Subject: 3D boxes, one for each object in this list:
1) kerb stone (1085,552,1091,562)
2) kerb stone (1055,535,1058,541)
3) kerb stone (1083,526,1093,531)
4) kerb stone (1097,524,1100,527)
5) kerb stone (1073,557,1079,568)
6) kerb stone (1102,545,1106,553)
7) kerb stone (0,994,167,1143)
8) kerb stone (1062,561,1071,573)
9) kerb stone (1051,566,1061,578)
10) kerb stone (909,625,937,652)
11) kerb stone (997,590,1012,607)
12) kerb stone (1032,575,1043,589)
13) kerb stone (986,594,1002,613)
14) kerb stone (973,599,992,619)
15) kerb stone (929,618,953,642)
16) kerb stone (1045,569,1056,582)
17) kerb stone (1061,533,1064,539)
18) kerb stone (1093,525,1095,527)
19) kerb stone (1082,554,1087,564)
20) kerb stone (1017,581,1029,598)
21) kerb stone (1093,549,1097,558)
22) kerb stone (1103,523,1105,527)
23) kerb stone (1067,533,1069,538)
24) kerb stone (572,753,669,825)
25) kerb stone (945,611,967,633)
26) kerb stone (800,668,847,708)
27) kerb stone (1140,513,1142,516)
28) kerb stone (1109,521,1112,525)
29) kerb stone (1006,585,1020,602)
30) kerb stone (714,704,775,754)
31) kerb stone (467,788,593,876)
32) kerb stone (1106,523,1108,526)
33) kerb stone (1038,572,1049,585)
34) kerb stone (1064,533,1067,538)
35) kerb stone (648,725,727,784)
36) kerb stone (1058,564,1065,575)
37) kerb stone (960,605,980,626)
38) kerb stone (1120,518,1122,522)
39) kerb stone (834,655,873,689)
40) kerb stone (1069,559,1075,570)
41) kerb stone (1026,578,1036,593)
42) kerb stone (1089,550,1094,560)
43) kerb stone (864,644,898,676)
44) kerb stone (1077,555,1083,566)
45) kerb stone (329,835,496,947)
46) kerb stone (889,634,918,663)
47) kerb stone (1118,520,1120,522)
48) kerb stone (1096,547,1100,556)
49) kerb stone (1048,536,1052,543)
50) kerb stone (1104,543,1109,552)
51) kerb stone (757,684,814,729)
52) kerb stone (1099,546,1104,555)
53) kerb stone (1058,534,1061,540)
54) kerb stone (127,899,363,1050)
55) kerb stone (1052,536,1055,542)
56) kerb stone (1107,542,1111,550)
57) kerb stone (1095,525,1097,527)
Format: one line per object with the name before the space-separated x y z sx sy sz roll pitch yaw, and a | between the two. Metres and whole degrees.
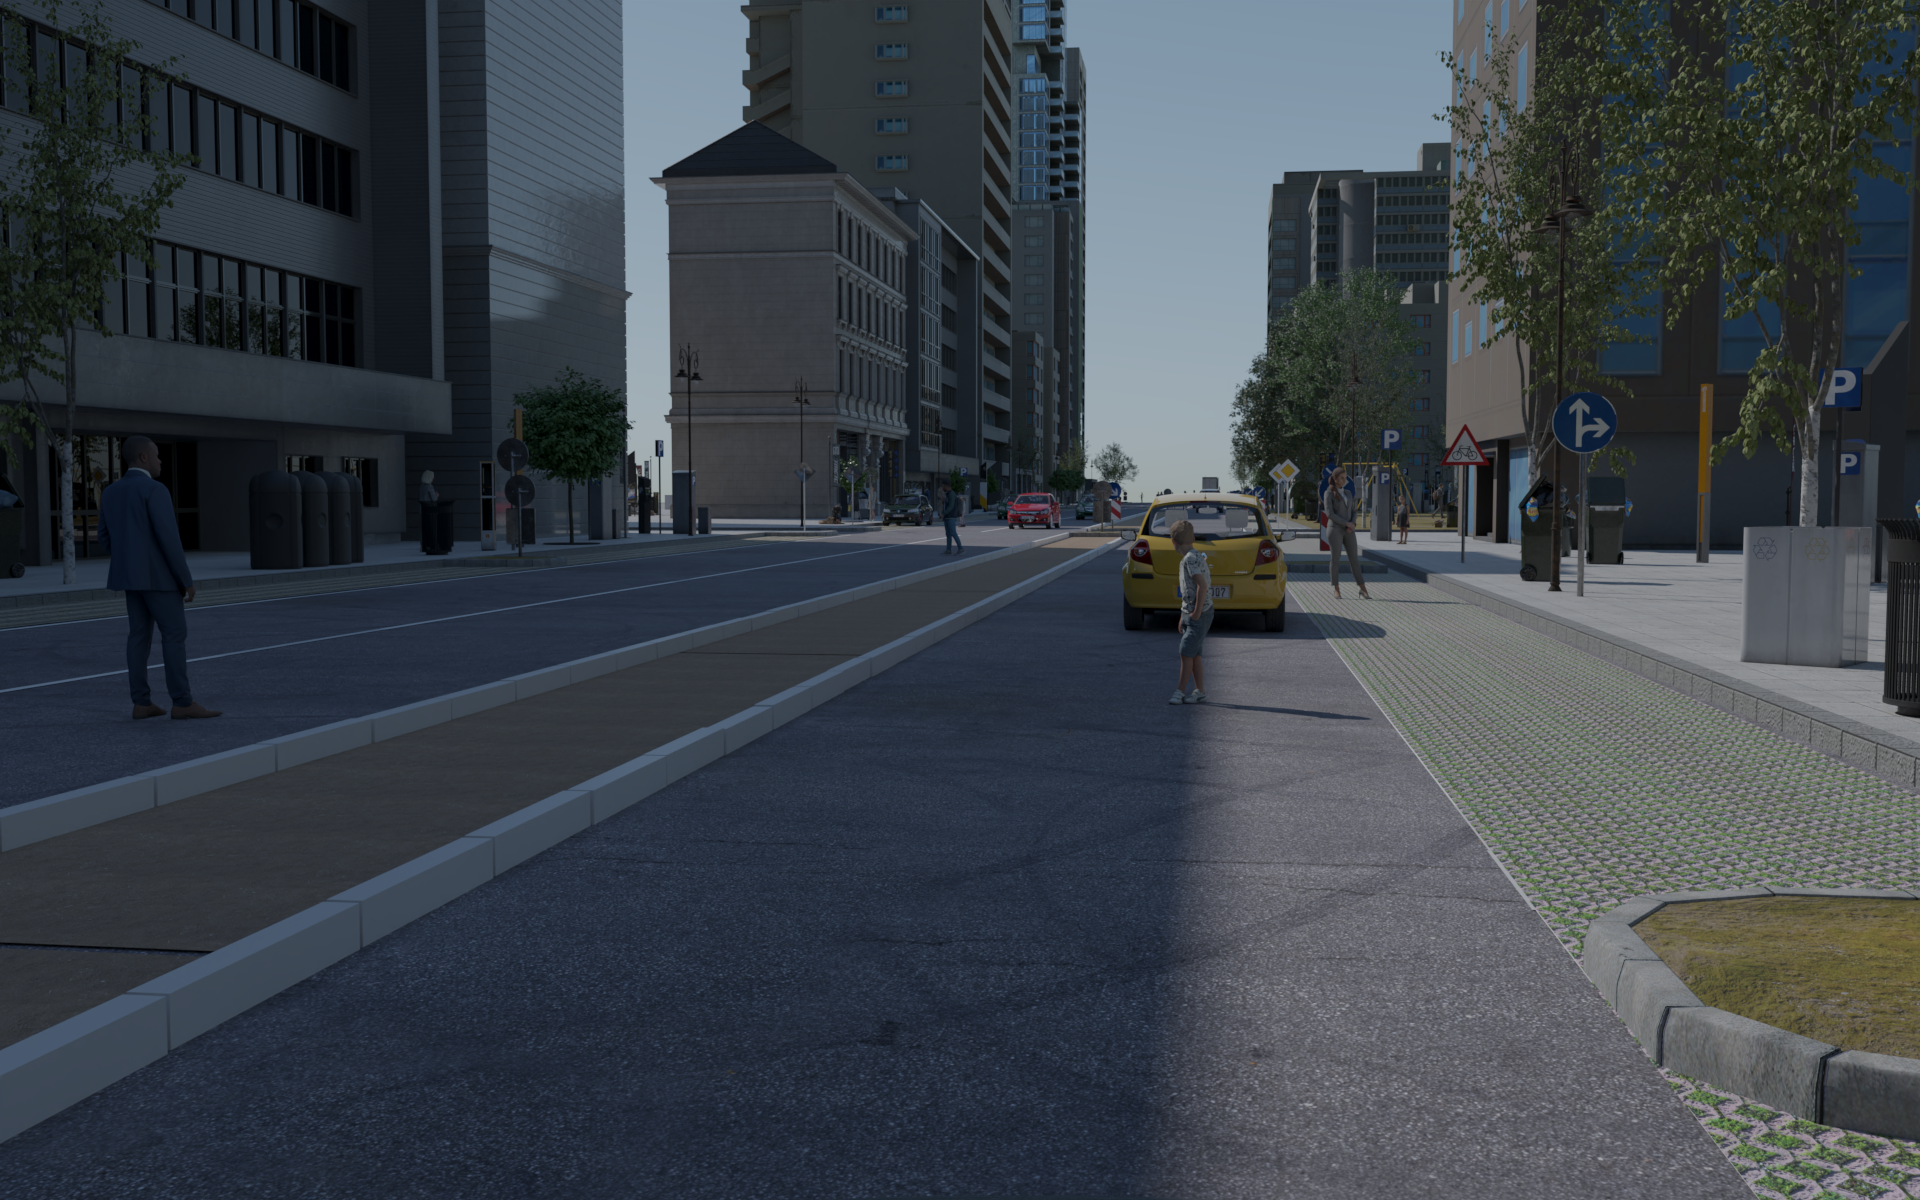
kerb stone | 2.595 -0.868 36.384 0.120 0.150 1.000 1 4 8
kerb stone | 2.761 -1.819 51.933 0.120 0.150 1.000 1 4 8
kerb stone | 4.932 -2.717 66.685 0.120 0.150 1.000 1 4 8
kerb stone | 5.525 -2.969 70.742 0.120 0.150 1.000 1 4 8
kerb stone | 2.149 -0.681 33.332 0.120 0.150 1.000 1 4 8
kerb stone | 3.352 -1.178 41.463 0.120 0.150 1.000 1 4 8
kerb stone | -2.159 1.116 3.941 0.120 0.150 1.000 1 4 8
kerb stone | 1.851 -0.557 31.309 0.120 0.150 1.000 1 4 8
kerb stone | 1.558 -0.434 29.286 0.120 0.150 1.000 1 4 8
kerb stone | -0.380 0.372 16.109 0.120 0.150 1.000 1 4 8
kerb stone | 0.514 0.001 22.178 0.120 0.150 1.000 1 4 8
kerb stone | 1.112 -0.248 26.244 0.120 0.150 1.000 1 4 8
kerb stone | 0.366 0.063 21.167 0.120 0.150 1.000 1 4 8
kerb stone | 0.223 0.125 20.154 0.120 0.150 1.000 1 4 8
kerb stone | -0.229 0.310 17.120 0.120 0.150 1.000 1 4 8
kerb stone | 1.414 -0.372 28.274 0.120 0.150 1.000 1 4 8
kerb stone | 3.061 -1.941 53.956 0.120 0.150 1.000 1 4 8
kerb stone | 5.075 -2.777 67.702 0.120 0.150 1.000 1 4 8
kerb stone | 2.440 -0.805 35.364 0.120 0.150 1.000 1 4 8
kerb stone | 0.812 -0.123 24.203 0.120 0.150 1.000 1 4 8
kerb stone | 2.897 -0.992 38.416 0.120 0.150 1.000 1 4 8
kerb stone | 5.977 -3.152 73.785 0.120 0.150 1.000 1 4 8
kerb stone | 3.358 -2.063 55.978 0.120 0.150 1.000 1 4 8
kerb stone | -1.571 0.868 8.003 0.120 0.150 1.000 1 4 8
kerb stone | -0.084 0.252 18.133 0.120 0.150 1.000 1 4 8
kerb stone | -0.972 0.620 12.060 0.120 0.150 1.000 1 4 8
kerb stone | 11.337 -5.382 110.265 0.120 0.150 1.000 1 4 8
kerb stone | 6.713 -3.461 78.848 0.120 0.150 1.000 1 4 8
kerb stone | 0.659 -0.059 23.190 0.120 0.150 1.000 1 4 8
kerb stone | -1.271 0.753 10.026 0.120 0.150 1.000 1 4 8
kerb stone | -1.728 0.930 6.993 0.120 0.150 1.000 1 4 8
kerb stone | 6.266 -3.278 75.808 0.120 0.150 1.000 1 4 8
kerb stone | 1.257 -0.310 27.256 0.120 0.150 1.000 1 4 8
kerb stone | 3.205 -2.004 54.967 0.120 0.150 1.000 1 4 8
kerb stone | -1.427 0.806 9.015 0.120 0.150 1.000 1 4 8
kerb stone | 1.698 -0.496 30.299 0.120 0.150 1.000 1 4 8
kerb stone | 0.067 0.187 19.144 0.120 0.150 1.000 1 4 8
kerb stone | 7.910 -3.961 86.954 0.120 0.150 1.000 1 4 8
kerb stone | -0.835 0.558 13.073 0.120 0.150 1.000 1 4 8
kerb stone | 1.995 -0.619 32.322 0.120 0.150 1.000 1 4 8
kerb stone | 0.964 -0.185 25.233 0.120 0.150 1.000 1 4 8
kerb stone | 2.753 -0.930 37.400 0.120 0.150 1.000 1 4 8
kerb stone | -0.673 0.496 14.083 0.120 0.150 1.000 1 4 8
kerb stone | 2.298 -0.743 34.344 0.120 0.150 1.000 1 4 8
kerb stone | -1.874 0.993 5.972 0.120 0.150 1.000 1 4 8
kerb stone | -0.529 0.439 15.098 0.120 0.150 1.000 1 4 8
kerb stone | 7.611 -3.837 84.926 0.120 0.150 1.000 1 4 8
kerb stone | 3.038 -1.054 39.434 0.120 0.150 1.000 1 4 8
kerb stone | 2.468 -1.690 49.910 0.120 0.150 1.000 1 4 8
kerb stone | 3.500 -1.236 42.474 0.120 0.150 1.000 1 4 8
kerb stone | -1.120 0.683 11.036 0.120 0.150 1.000 1 4 8
kerb stone | 3.201 -1.112 40.443 0.120 0.150 1.000 1 4 8
kerb stone | 2.916 -1.881 52.943 0.120 0.150 1.000 1 4 8
kerb stone | -2.019 1.056 4.960 0.120 0.150 1.000 1 4 8
kerb stone | 2.620 -1.757 50.920 0.120 0.150 1.000 1 4 8
kerb stone | 3.642 -1.297 43.497 0.120 0.150 1.000 1 4 8
kerb stone | 5.226 -2.841 68.712 0.120 0.150 1.000 1 4 8
